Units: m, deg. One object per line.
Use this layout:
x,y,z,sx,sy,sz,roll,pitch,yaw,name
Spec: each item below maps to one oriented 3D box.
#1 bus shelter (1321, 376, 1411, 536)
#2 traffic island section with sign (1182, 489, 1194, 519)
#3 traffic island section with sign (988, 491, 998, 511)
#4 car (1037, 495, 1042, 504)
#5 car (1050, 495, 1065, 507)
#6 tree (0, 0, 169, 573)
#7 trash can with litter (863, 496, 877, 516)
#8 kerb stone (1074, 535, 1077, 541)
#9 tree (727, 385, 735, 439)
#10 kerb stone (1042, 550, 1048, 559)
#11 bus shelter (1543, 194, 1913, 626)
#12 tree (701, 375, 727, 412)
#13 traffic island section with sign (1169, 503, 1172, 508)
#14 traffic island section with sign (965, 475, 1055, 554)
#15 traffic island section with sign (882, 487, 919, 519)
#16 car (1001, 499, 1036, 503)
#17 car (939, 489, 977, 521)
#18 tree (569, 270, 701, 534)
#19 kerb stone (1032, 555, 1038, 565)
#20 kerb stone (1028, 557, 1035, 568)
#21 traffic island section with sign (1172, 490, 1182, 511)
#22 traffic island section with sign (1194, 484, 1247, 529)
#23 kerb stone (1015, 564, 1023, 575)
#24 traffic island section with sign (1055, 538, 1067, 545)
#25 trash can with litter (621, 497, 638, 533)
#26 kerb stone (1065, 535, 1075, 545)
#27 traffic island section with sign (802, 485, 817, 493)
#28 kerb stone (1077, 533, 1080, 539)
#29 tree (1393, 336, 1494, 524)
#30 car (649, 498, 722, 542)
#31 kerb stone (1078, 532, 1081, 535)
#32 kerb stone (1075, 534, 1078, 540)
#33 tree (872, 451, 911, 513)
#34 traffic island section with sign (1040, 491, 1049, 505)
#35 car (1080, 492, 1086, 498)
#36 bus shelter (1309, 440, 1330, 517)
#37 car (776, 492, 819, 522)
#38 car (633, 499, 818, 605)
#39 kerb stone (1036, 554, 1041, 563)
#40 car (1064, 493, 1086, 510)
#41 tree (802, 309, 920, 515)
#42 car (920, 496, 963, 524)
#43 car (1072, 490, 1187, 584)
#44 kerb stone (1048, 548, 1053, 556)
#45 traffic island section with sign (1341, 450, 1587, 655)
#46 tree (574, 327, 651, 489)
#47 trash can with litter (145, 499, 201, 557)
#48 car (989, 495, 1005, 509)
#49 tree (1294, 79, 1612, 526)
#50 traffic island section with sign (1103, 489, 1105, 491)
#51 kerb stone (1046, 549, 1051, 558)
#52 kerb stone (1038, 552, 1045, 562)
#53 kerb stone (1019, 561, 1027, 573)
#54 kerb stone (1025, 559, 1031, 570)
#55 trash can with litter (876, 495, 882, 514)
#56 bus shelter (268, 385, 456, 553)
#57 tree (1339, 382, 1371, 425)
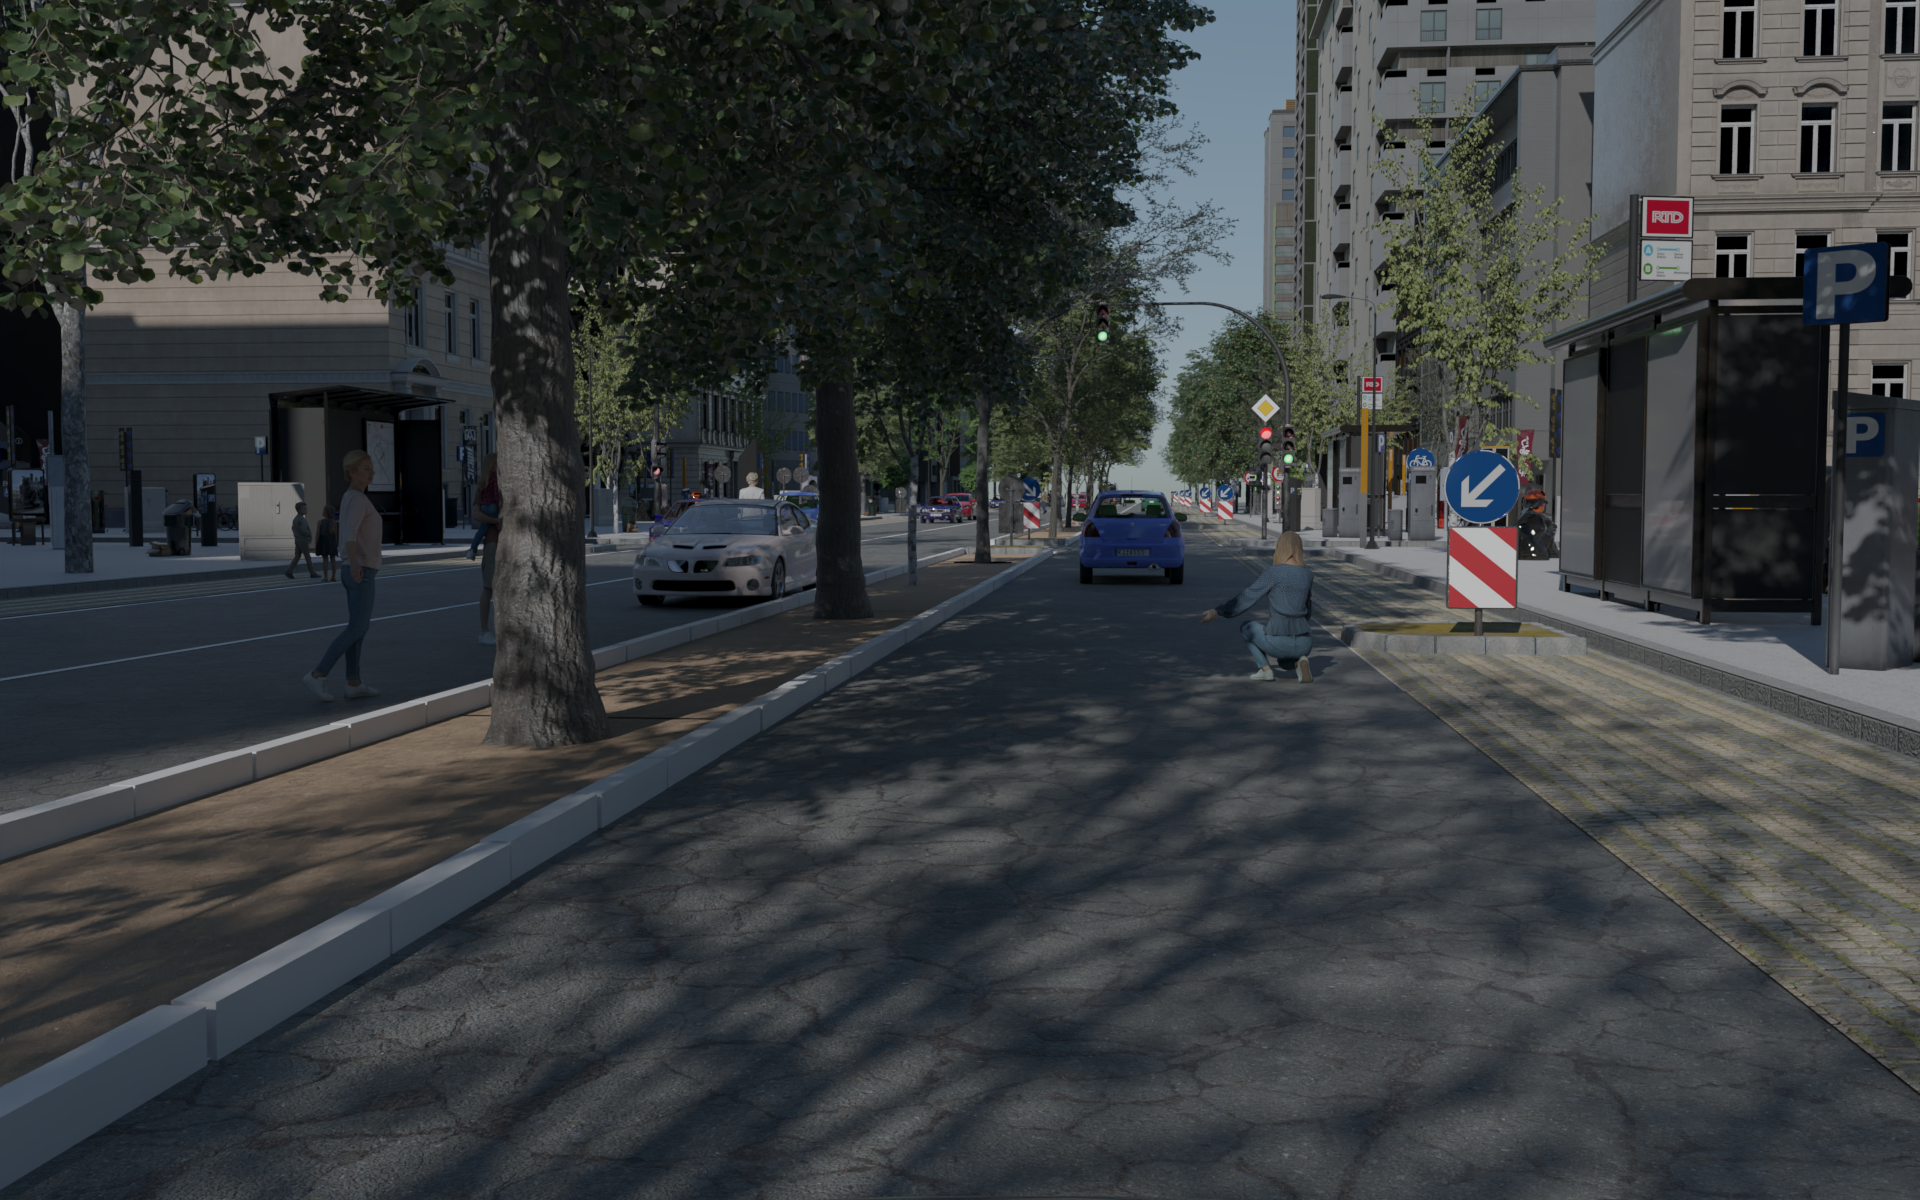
13.031,-4.829,56.589,2.179,5.291,8.768,0,4,6,bus shelter
13.816,-5.495,98.479,1.989,1.847,2.006,0,4,6,traffic island section with sign
2.230,-8.664,150.289,1.989,1.847,2.006,0,4,6,traffic island section with sign
9.742,-12.399,215.304,1.945,1.354,3.894,0,4,7,car
11.033,-11.349,197.555,2.014,1.417,4.499,0,4,5,car
-13.544,-10.579,28.859,12.611,20.169,13.585,0,3,0,tree
-5.279,-5.472,100.851,0.624,1.170,1.055,-3,4,-39,trash can with litter
3.300,-1.781,51.317,0.120,0.150,1.000,0,4,6,kerb stone
-11.403,-9.099,99.129,4.737,8.622,4.395,0,3,0,tree
1.755,-0.934,37.468,0.120,0.150,1.000,0,4,6,kerb stone
8.533,-2.652,20.996,2.179,5.291,8.768,0,4,6,bus shelter
-10.751,-6.784,61.285,4.737,8.622,4.395,0,3,0,tree
22.325,-10.153,174.625,1.989,1.847,2.006,0,4,6,traffic island section with sign
1.186,-2.067,41.925,2.006,1.907,1.989,0,4,6,traffic island section with sign
-3.408,-5.582,99.897,1.989,1.847,2.006,0,4,6,traffic island section with sign
3.253,-4.995,93.667,2.014,1.417,4.499,1,4,8,car
-0.090,-5.261,95.056,2.155,1.783,4.494,0,4,6,car
-11.410,-6.461,55.995,4.737,8.622,4.395,0,3,0,tree
1.406,-0.747,34.404,0.120,0.150,1.000,0,4,6,kerb stone
1.298,-0.682,33.384,0.120,0.150,1.000,0,4,6,kerb stone
19.332,-8.513,147.809,1.989,1.847,2.006,0,4,6,traffic island section with sign
10.807,-3.844,71.482,1.989,1.847,2.006,0,4,6,traffic island section with sign
0.954,-0.498,30.336,0.120,0.150,1.000,0,4,6,kerb stone
2.018,-2.517,49.286,2.006,1.907,1.989,0,4,6,traffic island section with sign
-10.905,-2.825,57.578,0.624,1.170,1.055,-2,4,-24,trash can with litter
3.185,-1.715,50.301,0.120,0.150,1.000,0,4,6,kerb stone
-6.398,-3.944,73.107,1.989,1.847,2.006,0,4,6,traffic island section with sign
3.525,-1.899,53.353,0.120,0.150,1.000,0,4,6,kerb stone
20.930,-7.636,75.217,4.360,8.622,3.978,0,3,0,tree
-5.963,-1.679,40.038,1.945,1.354,3.894,0,4,6,car
3.644,-1.961,54.370,0.120,0.150,1.000,0,4,6,kerb stone
3.414,-1.844,52.337,0.120,0.150,1.000,0,4,6,kerb stone
-4.408,-8.190,117.620,4.285,4.588,4.351,0,3,0,tree
11.336,-13.647,231.750,1.989,1.847,2.006,0,4,6,traffic island section with sign
18.782,-15.335,259.400,2.281,1.827,5.304,0,4,6,car
16.571,-5.243,77.006,1.731,3.624,6.357,0,4,6,bus shelter
-5.264,-2.845,56.099,1.945,1.707,3.694,0,4,5,car
-3.054,-0.700,23.802,2.083,1.381,4.827,0,4,7,car
1.522,-0.805,35.427,0.120,0.150,1.000,0,4,6,kerb stone
10.295,-8.797,152.871,2.155,1.783,4.494,0,4,4,car
-5.973,-11.503,106.201,7.486,12.596,7.792,0,3,0,tree
-0.903,-4.460,85.507,1.945,1.354,3.894,0,4,8,car
2.843,-1.185,28.968,1.945,1.707,3.694,0,4,4,car
1.984,-1.058,39.502,0.120,0.150,1.000,0,4,6,kerb stone
4.663,-0.471,16.335,1.989,1.847,2.006,0,4,6,traffic island section with sign
-15.653,-7.737,76.865,4.360,8.622,3.978,0,3,0,tree
-16.261,-1.491,35.761,0.624,1.170,1.055,1,4,16,trash can with litter
3.758,-9.138,161.982,1.945,1.354,3.894,0,4,6,car
9.079,-4.941,31.148,4.737,8.622,4.395,0,3,0,tree
10.348,-7.084,123.963,2.006,1.907,1.989,0,4,6,traffic island section with sign
1.870,-0.991,38.486,0.120,0.150,1.000,0,4,6,kerb stone
1.642,-0.872,36.450,0.120,0.150,1.000,0,4,6,kerb stone
1.076,-0.560,31.351,0.120,0.150,1.000,0,4,6,kerb stone
1.183,-0.621,32.368,0.120,0.150,1.000,0,4,6,kerb stone
-5.855,-6.091,110.649,2.233,1.210,1.678,-1,4,-17,trash can with litter
-13.803,-3.007,40.447,1.731,3.624,6.357,0,4,7,bus shelter
25.248,-9.884,111.965,4.360,8.622,3.978,0,3,0,tree
